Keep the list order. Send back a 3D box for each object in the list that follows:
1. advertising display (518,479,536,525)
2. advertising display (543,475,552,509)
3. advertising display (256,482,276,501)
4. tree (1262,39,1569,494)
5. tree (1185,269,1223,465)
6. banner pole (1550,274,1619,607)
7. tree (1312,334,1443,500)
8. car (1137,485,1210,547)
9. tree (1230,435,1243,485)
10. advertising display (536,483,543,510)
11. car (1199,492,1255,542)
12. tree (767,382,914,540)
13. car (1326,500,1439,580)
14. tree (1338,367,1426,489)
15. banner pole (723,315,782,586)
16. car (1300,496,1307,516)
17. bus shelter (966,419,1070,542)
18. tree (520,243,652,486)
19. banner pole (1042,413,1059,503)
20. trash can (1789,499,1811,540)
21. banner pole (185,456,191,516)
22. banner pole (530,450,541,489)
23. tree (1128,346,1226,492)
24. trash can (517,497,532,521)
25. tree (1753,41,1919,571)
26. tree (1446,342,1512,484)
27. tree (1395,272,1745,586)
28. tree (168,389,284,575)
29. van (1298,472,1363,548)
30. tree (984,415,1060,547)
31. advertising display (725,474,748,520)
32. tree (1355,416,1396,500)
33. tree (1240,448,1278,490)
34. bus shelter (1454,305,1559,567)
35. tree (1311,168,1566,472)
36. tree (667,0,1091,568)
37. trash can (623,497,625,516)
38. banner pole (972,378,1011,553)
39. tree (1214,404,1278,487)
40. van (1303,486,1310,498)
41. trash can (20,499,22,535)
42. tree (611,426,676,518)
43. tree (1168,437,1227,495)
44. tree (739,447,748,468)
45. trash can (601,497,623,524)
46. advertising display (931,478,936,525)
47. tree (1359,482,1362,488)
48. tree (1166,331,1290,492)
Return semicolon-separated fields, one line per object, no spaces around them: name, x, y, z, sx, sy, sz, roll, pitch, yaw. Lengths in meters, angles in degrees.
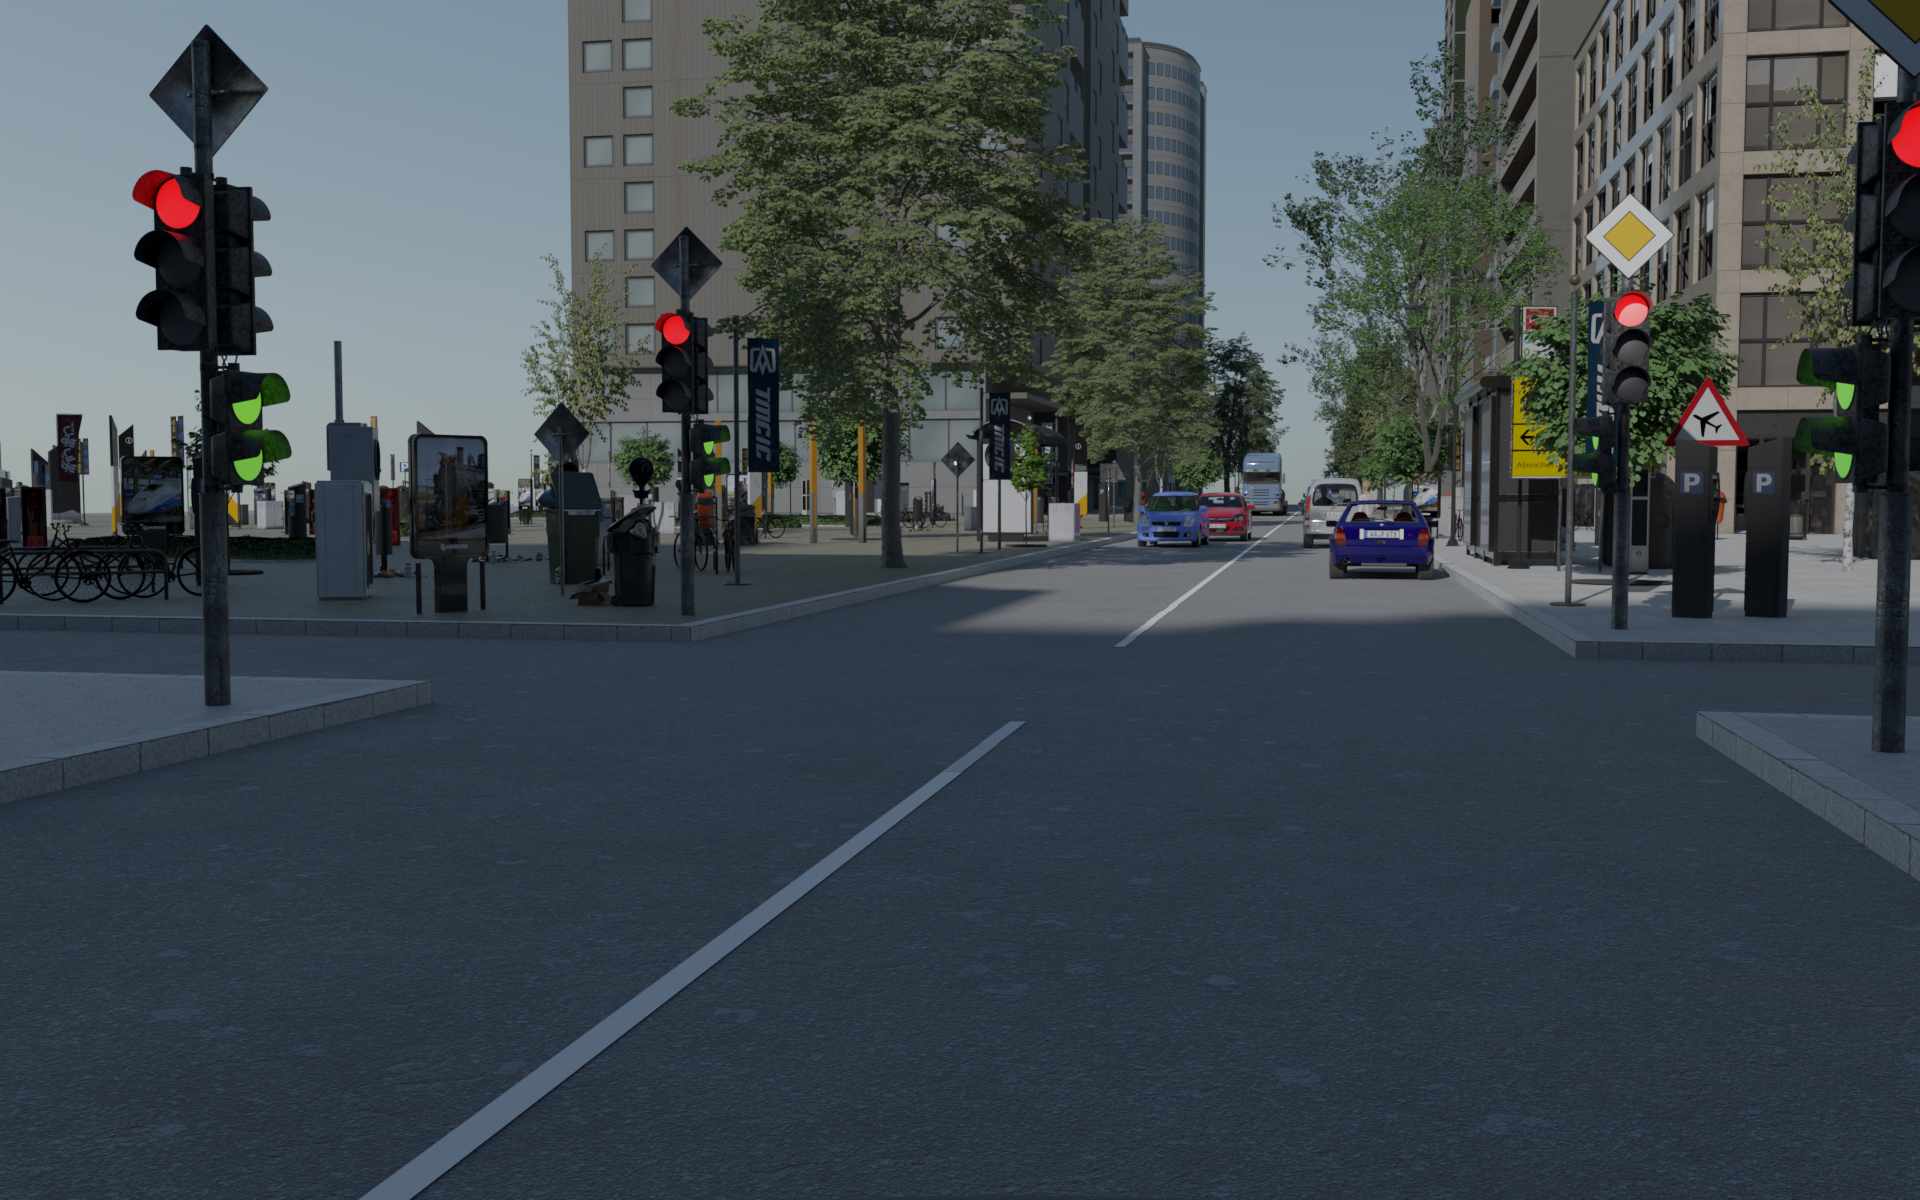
advertising display;-18.146;-4.107;72.358;0.974;1.923;0.123;3;5;45
advertising display;-13.054;-3.135;56.474;0.974;1.923;0.123;1;4;19
advertising display;-38.336;-5.535;95.703;0.974;1.923;0.123;-2;4;-26
tree;19.574;-13.416;75.237;12.611;20.169;13.585;0;3;0
tree;6.942;-9.373;71.376;7.486;12.596;7.792;0;3;0
banner pole;7.232;-1.824;19.837;0.863;3.779;0.401;0;4;-2
tree;30.203;-12.680;124.320;9.611;12.733;9.660;0;3;0
car;5.901;-2.334;47.746;1.945;1.707;3.694;1;4;13
tree;30.174;-14.270;183.675;4.737;8.622;4.395;0;3;0
advertising display;-23.883;-5.714;98.641;0.974;1.923;0.123;3;5;44
car;8.065;-2.723;53.561;2.155;1.783;4.494;1;4;12
tree;-3.021;-3.975;48.699;4.285;4.588;4.351;0;3;0
car;7.383;-1.085;30.325;1.945;1.354;3.894;1;4;14
tree;24.903;-9.183;100.506;4.737;8.622;4.395;0;3;0
banner pole;-2.927;-2.106;24.453;0.863;3.779;0.401;-1;4;-21
car;23.889;-6.383;116.158;2.131;1.459;4.920;1;4;13
bus shelter;1.706;-3.364;48.919;2.014;3.302;5.546;1;4;12
tree;-11.195;-6.179;51.384;4.737;8.622;4.395;0;3;0
banner pole;2.812;-3.877;53.398;0.401;3.779;0.863;-3;5;-44
trash can;23.329;-2.247;48.387;0.748;1.137;0.748;0;3;0
banner pole;-45.742;-6.894;102.736;0.401;3.779;0.863;-3;5;-42
banner pole;-23.950;-6.576;97.542;0.401;3.779;0.863;2;4;34
tree;10.283;-8.372;87.242;4.360;8.622;3.978;0;3;0
trash can;-20.645;-4.317;82.228;0.748;1.137;0.748;0;3;0
tree;15.046;-4.791;28.701;4.737;8.622;4.395;0;3;0
tree;25.885;-8.206;84.530;4.737;8.622;4.395;0;3;0
tree;9.399;-2.506;24.694;4.285;4.588;4.351;0;3;0
tree;-11.641;-2.014;27.535;1.663;3.219;1.824;0;3;0
van;10.187;-2.448;47.036;2.013;2.044;4.112;1;4;12
tree;1.695;-2.905;42.101;1.663;3.219;1.824;0;3;0
advertising display;-6.945;-3.044;54.981;0.974;1.923;0.123;-1;4;-18
tree;16.787;-4.921;64.177;4.285;4.588;4.351;0;3;0
tree;34.415;-15.472;203.334;4.360;8.622;3.978;0;3;0
bus shelter;11.133;-3.490;34.699;2.179;5.291;8.768;1;4;12
tree;14.868;-7.861;54.283;9.928;11.665;9.643;0;3;0
tree;-1.023;-6.811;29.494;7.486;12.596;7.792;0;3;0
trash can;-17.241;-4.626;87.293;0.748;1.137;0.748;0;3;0
banner pole;0.698;-2.907;37.552;0.863;3.779;0.401;0;4;-1
tree;27.254;-14.287;168.008;7.601;10.594;8.767;0;4;1
van;28.466;-8.160;137.803;2.240;2.365;5.245;1;4;10
trash can;-29.368;-2.608;54.298;0.748;1.137;0.748;0;3;0
tree;-15.206;-6.104;83.520;4.285;4.588;4.351;0;3;0
tree;13.499;-7.059;99.136;4.285;4.588;4.351;0;3;0
tree;-9.904;-6.554;90.874;4.285;4.588;4.351;0;3;0
trash can;-14.084;-3.524;69.271;0.748;1.137;0.748;0;3;0
advertising display;-1.091;-4.053;71.478;0.123;1.923;0.974;0;4;-8
tree;40.207;-11.039;175.085;1.663;3.219;1.824;0;3;0
tree;20.672;-13.930;134.413;9.857;13.997;8.962;0;3;0
